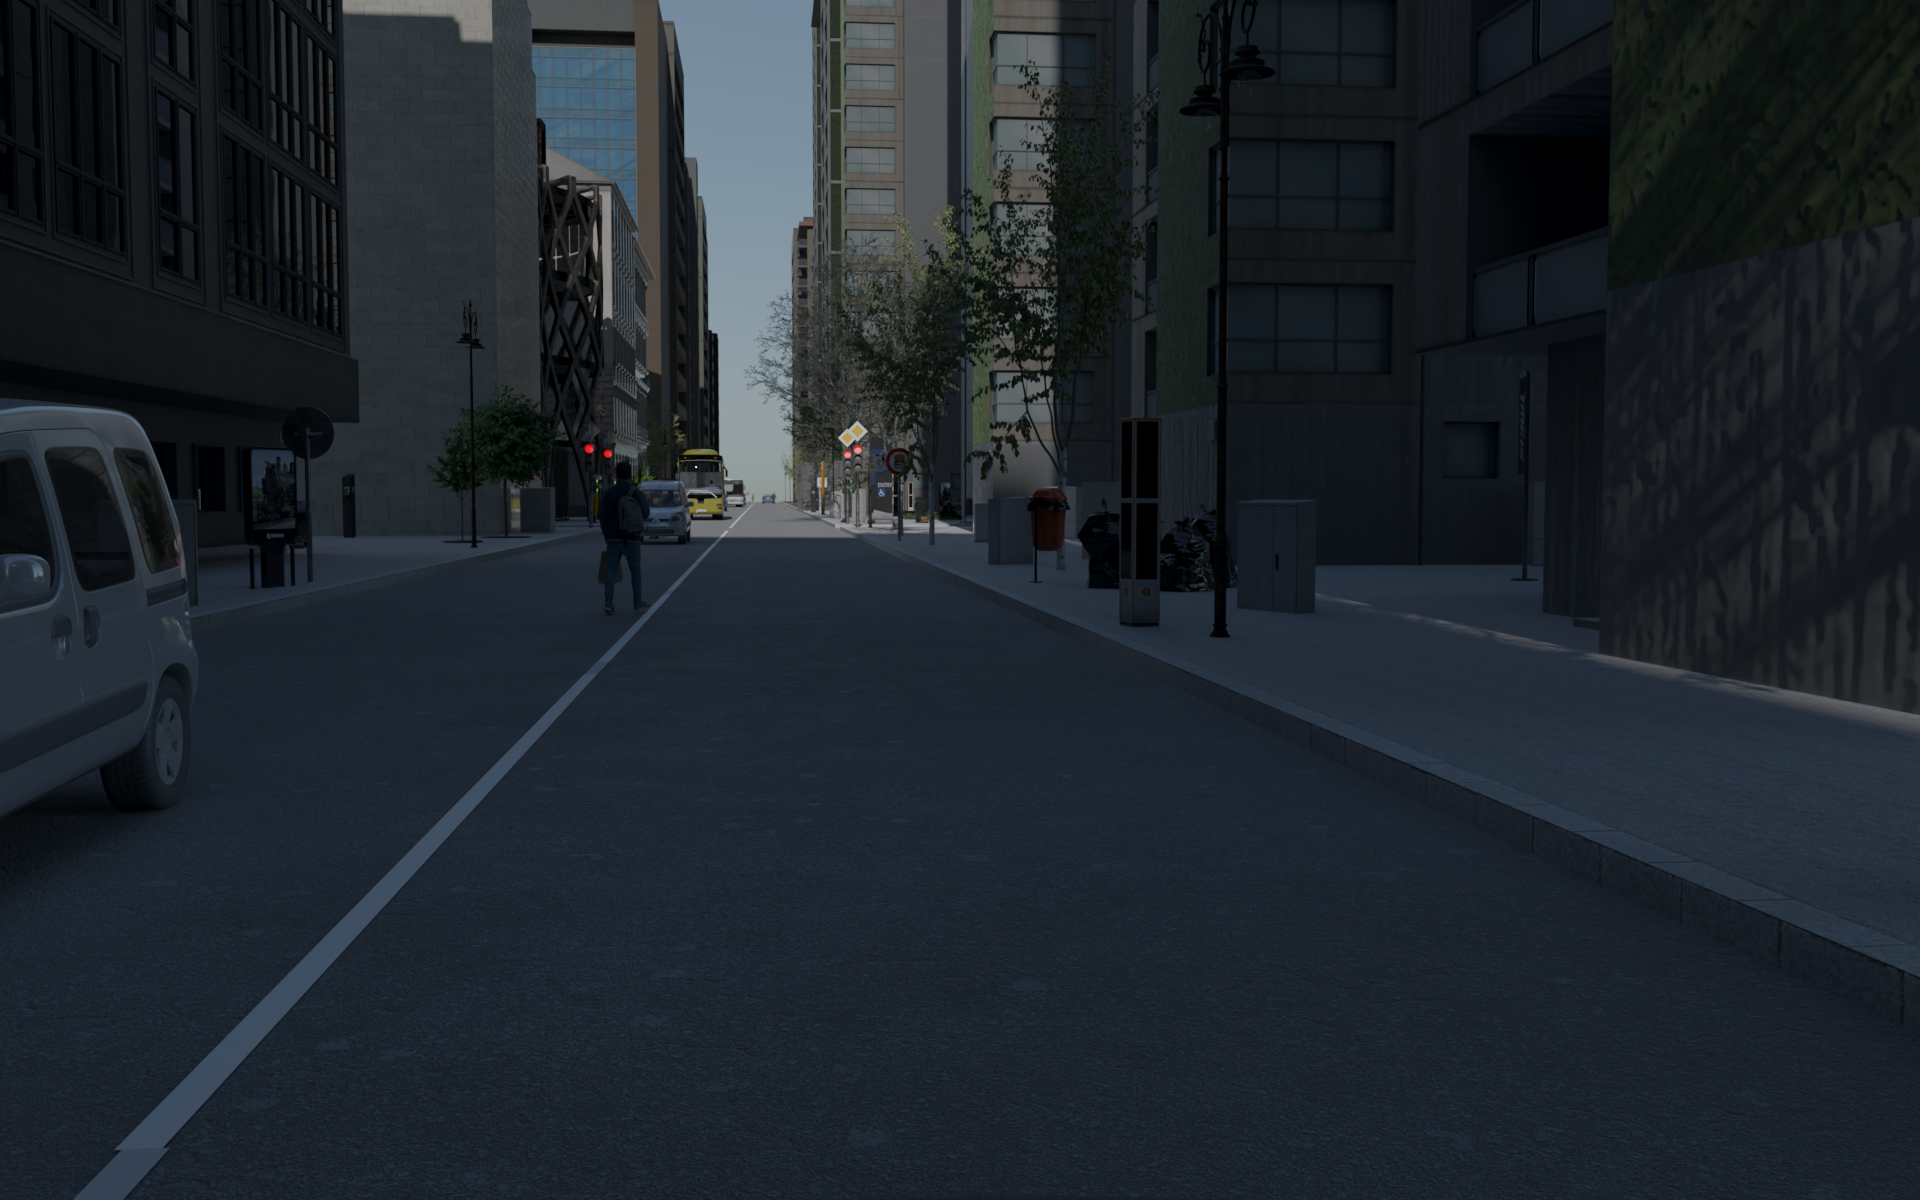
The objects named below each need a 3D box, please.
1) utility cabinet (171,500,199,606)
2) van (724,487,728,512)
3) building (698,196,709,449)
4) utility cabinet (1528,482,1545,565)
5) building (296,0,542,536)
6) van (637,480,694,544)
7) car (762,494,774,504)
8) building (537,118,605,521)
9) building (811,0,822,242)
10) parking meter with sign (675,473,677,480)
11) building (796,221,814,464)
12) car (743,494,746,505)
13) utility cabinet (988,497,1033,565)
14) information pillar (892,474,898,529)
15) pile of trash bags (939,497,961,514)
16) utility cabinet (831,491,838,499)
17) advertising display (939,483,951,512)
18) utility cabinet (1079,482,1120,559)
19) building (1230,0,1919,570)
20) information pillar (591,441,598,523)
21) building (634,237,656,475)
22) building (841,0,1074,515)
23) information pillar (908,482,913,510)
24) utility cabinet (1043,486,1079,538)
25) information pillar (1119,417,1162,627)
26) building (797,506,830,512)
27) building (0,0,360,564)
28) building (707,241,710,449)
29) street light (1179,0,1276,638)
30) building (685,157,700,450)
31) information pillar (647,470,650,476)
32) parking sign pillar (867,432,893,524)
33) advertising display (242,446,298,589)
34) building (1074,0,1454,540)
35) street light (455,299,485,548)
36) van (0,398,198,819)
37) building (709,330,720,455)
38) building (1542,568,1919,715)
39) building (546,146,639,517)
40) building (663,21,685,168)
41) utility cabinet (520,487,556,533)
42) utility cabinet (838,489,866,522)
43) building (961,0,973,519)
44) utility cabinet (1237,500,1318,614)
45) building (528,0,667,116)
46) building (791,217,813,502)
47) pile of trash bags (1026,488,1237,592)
[{"bbox_3d":[-9.265,-0.526,19.769,1.020,1.237,0.306,-1,4,-22],"label":"utility cabinet"},{"bbox_3d":[-20.315,-8.516,143.625,2.240,2.365,5.245,0,4,-6],"label":"van"},{"bbox_3d":[-49.667,-39.218,264.909,21.300,48.544,21.600,0,4,-6],"label":"building"},{"bbox_3d":[10.807,-1.365,31.001,1.173,1.500,0.318,0,4,2],"label":"utility cabinet"},{"bbox_3d":[-23.191,-12.387,57.272,16.860,20.320,10.420,0,4,-6],"label":"building"},{"bbox_3d":[-8.770,-2.668,50.638,2.013,2.044,4.112,0,4,-6],"label":"van"},{"bbox_3d":[-28.779,-15.164,259.940,2.014,1.417,4.499,0,4,-5],"label":"car"},{"bbox_3d":[-25.403,-13.073,81.195,16.820,18.784,16.811,0,4,-6],"label":"building"},{"bbox_3d":[0.341,-35.472,169.213,28.713,52.752,27.495,0,4,-6],"label":"building"},{"bbox_3d":[-23.463,-9.052,144.258,0.543,3.016,1.738,-1,4,-11],"label":"parking meter with sign"},{"bbox_3d":[-14.486,-37.791,272.500,22.147,44.769,28.867,0,4,-6],"label":"building"},{"bbox_3d":[-28.360,-12.981,220.915,2.281,1.827,5.304,0,4,-6],"label":"car"},{"bbox_3d":[0.933,-1.262,31.795,0.306,1.237,1.020,3,5,40],"label":"utility cabinet"},{"bbox_3d":[-2.284,-3.574,62.922,0.304,2.012,0.304,0,4,8],"label":"information pillar"},{"bbox_3d":[0.277,-5.765,104.006,3.447,1.369,1.912,3,5,39],"label":"pile of trash bags"},{"bbox_3d":[-8.913,-7.307,128.150,1.173,1.500,0.318,-1,4,-13],"label":"utility cabinet"},{"bbox_3d":[-0.882,-5.772,99.583,0.123,1.923,0.974,3,4,37],"label":"advertising display"},{"bbox_3d":[2.891,-1.507,33.319,0.318,1.500,1.173,-3,5,-44],"label":"utility cabinet"},{"bbox_3d":[10.831,-21.626,37.175,14.154,41.232,14.086,0,4,-6],"label":"building"},{"bbox_3d":[-16.103,-5.191,76.221,0.183,3.616,0.504,-3,4,-38],"label":"information pillar"},{"bbox_3d":[-28.228,-17.604,123.975,11.583,22.565,21.152,0,4,-6],"label":"building"},{"bbox_3d":[-0.887,-26.348,114.377,14.154,41.232,14.086,0,4,-6],"label":"building"},{"bbox_3d":[-3.048,-6.268,106.980,0.304,2.012,0.304,0,4,-5],"label":"information pillar"},{"bbox_3d":[2.983,-2.549,50.349,1.173,1.500,0.318,3,4,39],"label":"utility cabinet"},{"bbox_3d":[1.747,-0.753,16.808,0.304,2.012,0.304,-1,4,-21],"label":"information pillar"},{"bbox_3d":[-2.774,-42.842,138.712,20.563,71.187,20.611,0,4,-6],"label":"building"},{"bbox_3d":[-18.568,-14.122,24.405,14.314,27.812,24.014,0,4,-6],"label":"building"},{"bbox_3d":[-48.273,-38.735,283.425,14.600,45.320,14.200,0,4,-6],"label":"building"},{"bbox_3d":[2.334,-2.605,15.374,0.468,5.910,1.993,0,4,-6],"label":"street light"},{"bbox_3d":[-38.004,-31.812,203.717,14.154,41.232,14.086,0,4,-6],"label":"building"},{"bbox_3d":[-26.093,-9.383,144.774,0.504,3.616,0.183,3,5,42],"label":"information pillar"},{"bbox_3d":[-3.291,-5.268,74.611,1.447,3.967,1.447,2,4,24],"label":"parking sign pillar"},{"bbox_3d":[-9.447,-1.134,23.760,0.123,1.923,0.974,1,4,16],"label":"advertising display"},{"bbox_3d":[7.204,-22.958,58.950,14.154,41.232,14.086,0,4,-6],"label":"building"},{"bbox_3d":[-11.620,-4.187,41.253,0.468,5.910,1.993,0,4,-6],"label":"street light"},{"bbox_3d":[-4.228,0.034,6.449,2.013,2.044,4.112,0,4,-8],"label":"van"},{"bbox_3d":[-48.749,-32.220,298.504,14.160,30.474,14.107,0,4,-6],"label":"building"},{"bbox_3d":[11.905,-20.276,15.111,14.154,41.232,14.086,0,4,-6],"label":"building"},{"bbox_3d":[-24.862,-15.613,104.428,9.793,20.994,18.267,0,4,-6],"label":"building"},{"bbox_3d":[-38.272,-33.464,170.834,21.300,48.544,21.600,0,4,-6],"label":"building"},{"bbox_3d":[-13.891,-2.951,56.935,1.173,1.500,0.318,1,4,21],"label":"utility cabinet"},{"bbox_3d":[-4.809,-4.242,78.034,1.173,1.500,0.318,2,4,31],"label":"utility cabinet"},{"bbox_3d":[15.046,-33.223,85.196,28.212,58.520,21.231,0,4,-6],"label":"building"},{"bbox_3d":[3.466,-0.482,19.035,0.306,1.237,1.020,-2,4,-29],"label":"utility cabinet"},{"bbox_3d":[-33.178,-30.790,153.529,14.600,45.320,14.200,0,4,-6],"label":"building"},{"bbox_3d":[-17.992,-41.225,297.724,21.300,48.544,21.600,0,4,-6],"label":"building"},{"bbox_3d":[2.278,-0.887,24.250,3.447,1.369,1.912,3,5,43],"label":"pile of trash bags"}]
